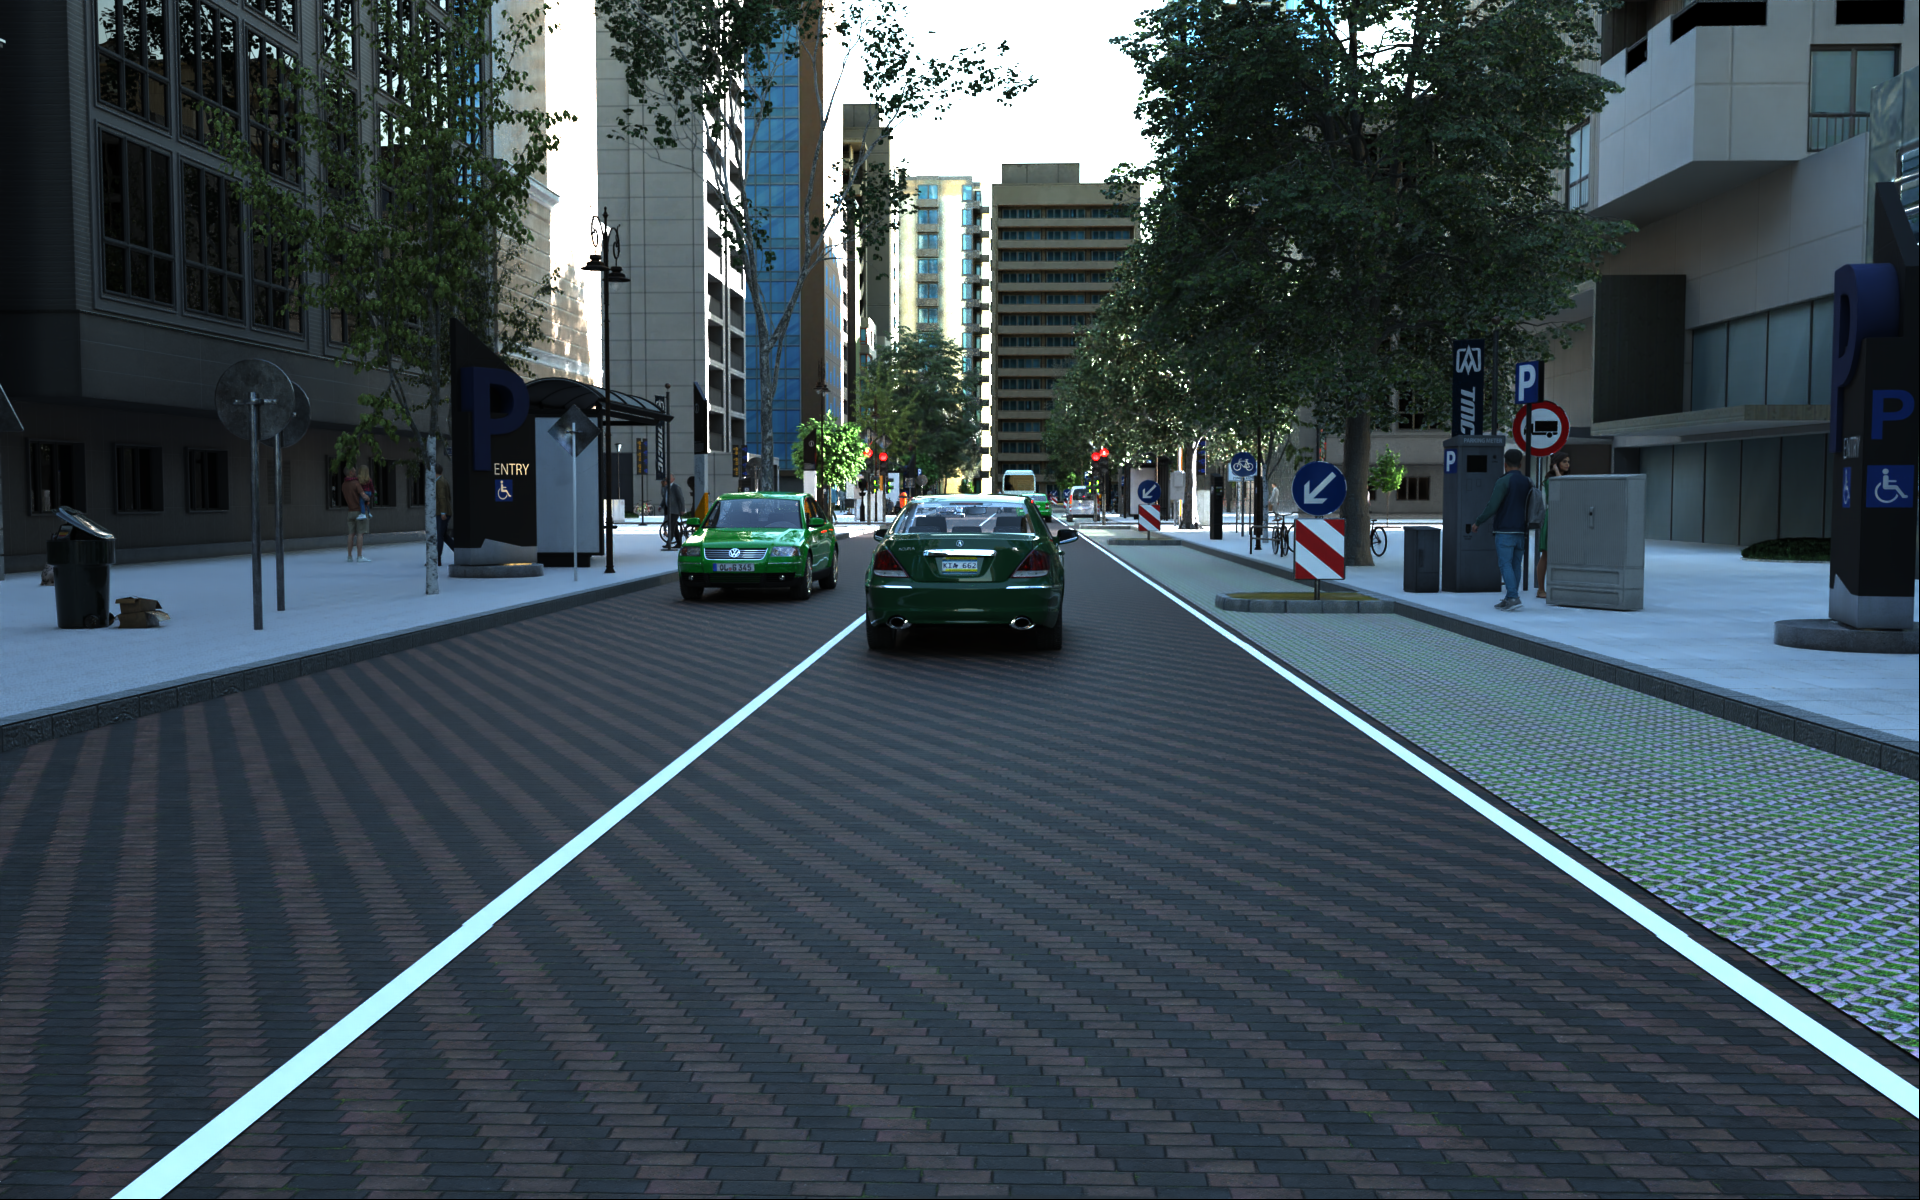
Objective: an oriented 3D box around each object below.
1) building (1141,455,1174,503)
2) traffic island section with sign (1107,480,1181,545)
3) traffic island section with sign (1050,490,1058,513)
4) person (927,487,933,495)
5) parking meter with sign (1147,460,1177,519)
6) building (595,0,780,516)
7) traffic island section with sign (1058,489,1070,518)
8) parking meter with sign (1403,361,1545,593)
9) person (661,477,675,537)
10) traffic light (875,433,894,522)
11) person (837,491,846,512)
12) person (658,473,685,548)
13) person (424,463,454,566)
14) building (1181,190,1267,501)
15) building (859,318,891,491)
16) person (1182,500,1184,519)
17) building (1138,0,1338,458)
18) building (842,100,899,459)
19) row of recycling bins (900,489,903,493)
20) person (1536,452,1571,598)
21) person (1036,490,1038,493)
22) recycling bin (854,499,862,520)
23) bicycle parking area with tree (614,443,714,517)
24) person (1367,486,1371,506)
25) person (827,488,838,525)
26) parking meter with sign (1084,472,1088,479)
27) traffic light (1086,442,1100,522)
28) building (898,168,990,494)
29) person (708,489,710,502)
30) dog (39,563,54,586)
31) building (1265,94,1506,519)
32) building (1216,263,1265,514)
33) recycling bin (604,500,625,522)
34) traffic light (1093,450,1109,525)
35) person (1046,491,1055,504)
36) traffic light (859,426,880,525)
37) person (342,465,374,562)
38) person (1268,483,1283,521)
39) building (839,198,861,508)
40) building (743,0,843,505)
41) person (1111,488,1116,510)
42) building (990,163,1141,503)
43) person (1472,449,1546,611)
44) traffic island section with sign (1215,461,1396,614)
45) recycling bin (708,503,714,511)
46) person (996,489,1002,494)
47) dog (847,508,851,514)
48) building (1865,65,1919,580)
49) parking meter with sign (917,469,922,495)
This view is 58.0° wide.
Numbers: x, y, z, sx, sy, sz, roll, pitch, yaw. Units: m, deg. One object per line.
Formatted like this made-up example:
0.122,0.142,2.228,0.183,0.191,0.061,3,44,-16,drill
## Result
33.310,-20.223,175.693,27.650,21.520,28.899,0,4,2,building
5.180,-2.465,48.925,1.989,1.847,2.006,0,4,2,traffic island section with sign
8.014,-7.494,131.154,1.989,1.847,2.006,0,4,2,traffic island section with sign
-2.227,-7.766,133.216,0.606,1.804,0.583,3,4,37,person
10.427,-5.646,88.572,1.738,3.016,0.543,-1,4,-23,parking meter with sign
-22.505,-41.097,110.196,20.563,71.187,20.611,0,4,2,building
7.096,-5.846,104.214,1.989,1.847,2.006,0,4,2,traffic island section with sign
6.707,-1.617,22.704,1.738,3.016,0.543,-1,4,-14,parking meter with sign
-8.615,-2.758,51.416,0.573,1.790,0.520,-2,4,-27,person
-3.474,-5.542,79.534,0.839,4.253,0.868,0,4,2,traffic light
-8.266,-7.030,121.076,0.635,1.810,0.391,-2,4,-26,person
-6.796,-2.089,40.598,0.661,1.777,0.834,2,4,31,person
-9.247,-1.534,31.032,0.836,1.842,0.656,-3,5,-40,person
24.581,-21.038,141.228,12.463,27.353,25.104,0,4,2,building
-22.206,-20.768,184.593,27.650,21.520,28.899,0,4,2,building
10.614,-4.696,82.848,0.660,1.820,0.620,-1,4,-17,person
32.498,-54.517,204.020,22.319,86.520,31.000,0,4,2,building
-18.789,-36.010,212.465,21.600,48.544,21.300,0,4,2,building
-4.449,-7.492,129.599,1.069,1.692,3.534,0,4,0,row of recycling bins
7.351,-0.916,21.270,0.600,1.795,0.529,-3,4,-38,person
7.334,-9.665,166.531,0.705,1.824,1.348,0,4,-6,person
-4.802,-4.519,86.434,0.722,1.027,0.722,2,4,27,recycling bin
-16.898,-6.755,97.450,8.231,4.147,9.016,2,4,26,bicycle parking area with tree
18.753,-4.532,80.810,0.598,1.740,0.731,3,5,43,person
-5.170,-3.900,70.146,0.444,1.785,0.601,3,5,45,person
10.532,-8.440,134.253,1.738,3.016,0.543,-1,4,-22,parking meter with sign
6.182,-5.523,79.217,0.839,4.253,0.868,0,4,2,traffic light
-10.748,-38.998,257.232,30.456,49.044,23.786,0,4,2,building
-12.150,-4.696,82.632,0.655,1.846,0.447,-2,4,-26,person
-12.734,-0.615,24.435,0.800,0.831,0.513,1,4,22,dog
32.381,-16.737,92.717,30.058,24.678,14.314,0,4,2,building
23.337,-15.580,119.355,10.561,19.102,19.286,0,4,2,building
-16.060,-4.149,80.394,0.722,1.027,0.722,3,4,38,recycling bin
5.906,-5.035,71.236,0.839,4.253,0.868,0,4,2,traffic light
8.119,-9.093,157.858,1.217,1.739,0.721,0,4,2,person
-3.750,-5.054,71.553,0.839,4.253,0.868,0,4,2,traffic light
-11.350,-1.631,32.681,0.580,1.828,0.573,-1,4,-19,person
14.785,-4.602,81.407,0.853,1.813,0.709,2,4,23,person
-16.973,-23.896,162.394,14.160,30.474,14.107,0,4,2,building
-17.245,-30.099,142.225,14.600,45.320,14.200,0,4,2,building
12.112,-8.039,137.831,0.721,1.781,0.623,2,4,35,person
15.324,-38.655,255.715,21.600,48.544,21.300,0,4,2,building
6.098,-0.780,19.145,0.623,1.781,0.721,-3,4,-36,person
4.234,-0.793,21.587,1.989,1.847,2.006,0,4,2,traffic island section with sign
-6.581,-2.171,48.056,0.722,1.027,0.722,1,4,11,recycling bin
2.856,-7.311,128.134,0.679,1.850,0.850,3,5,45,person
-6.955,-5.633,109.836,0.550,0.427,0.748,2,4,31,dog
25.050,-42.615,9.429,22.319,86.520,31.000,0,4,2,building
-3.508,-7.478,118.519,1.738,3.016,0.543,2,4,29,parking meter with sign
